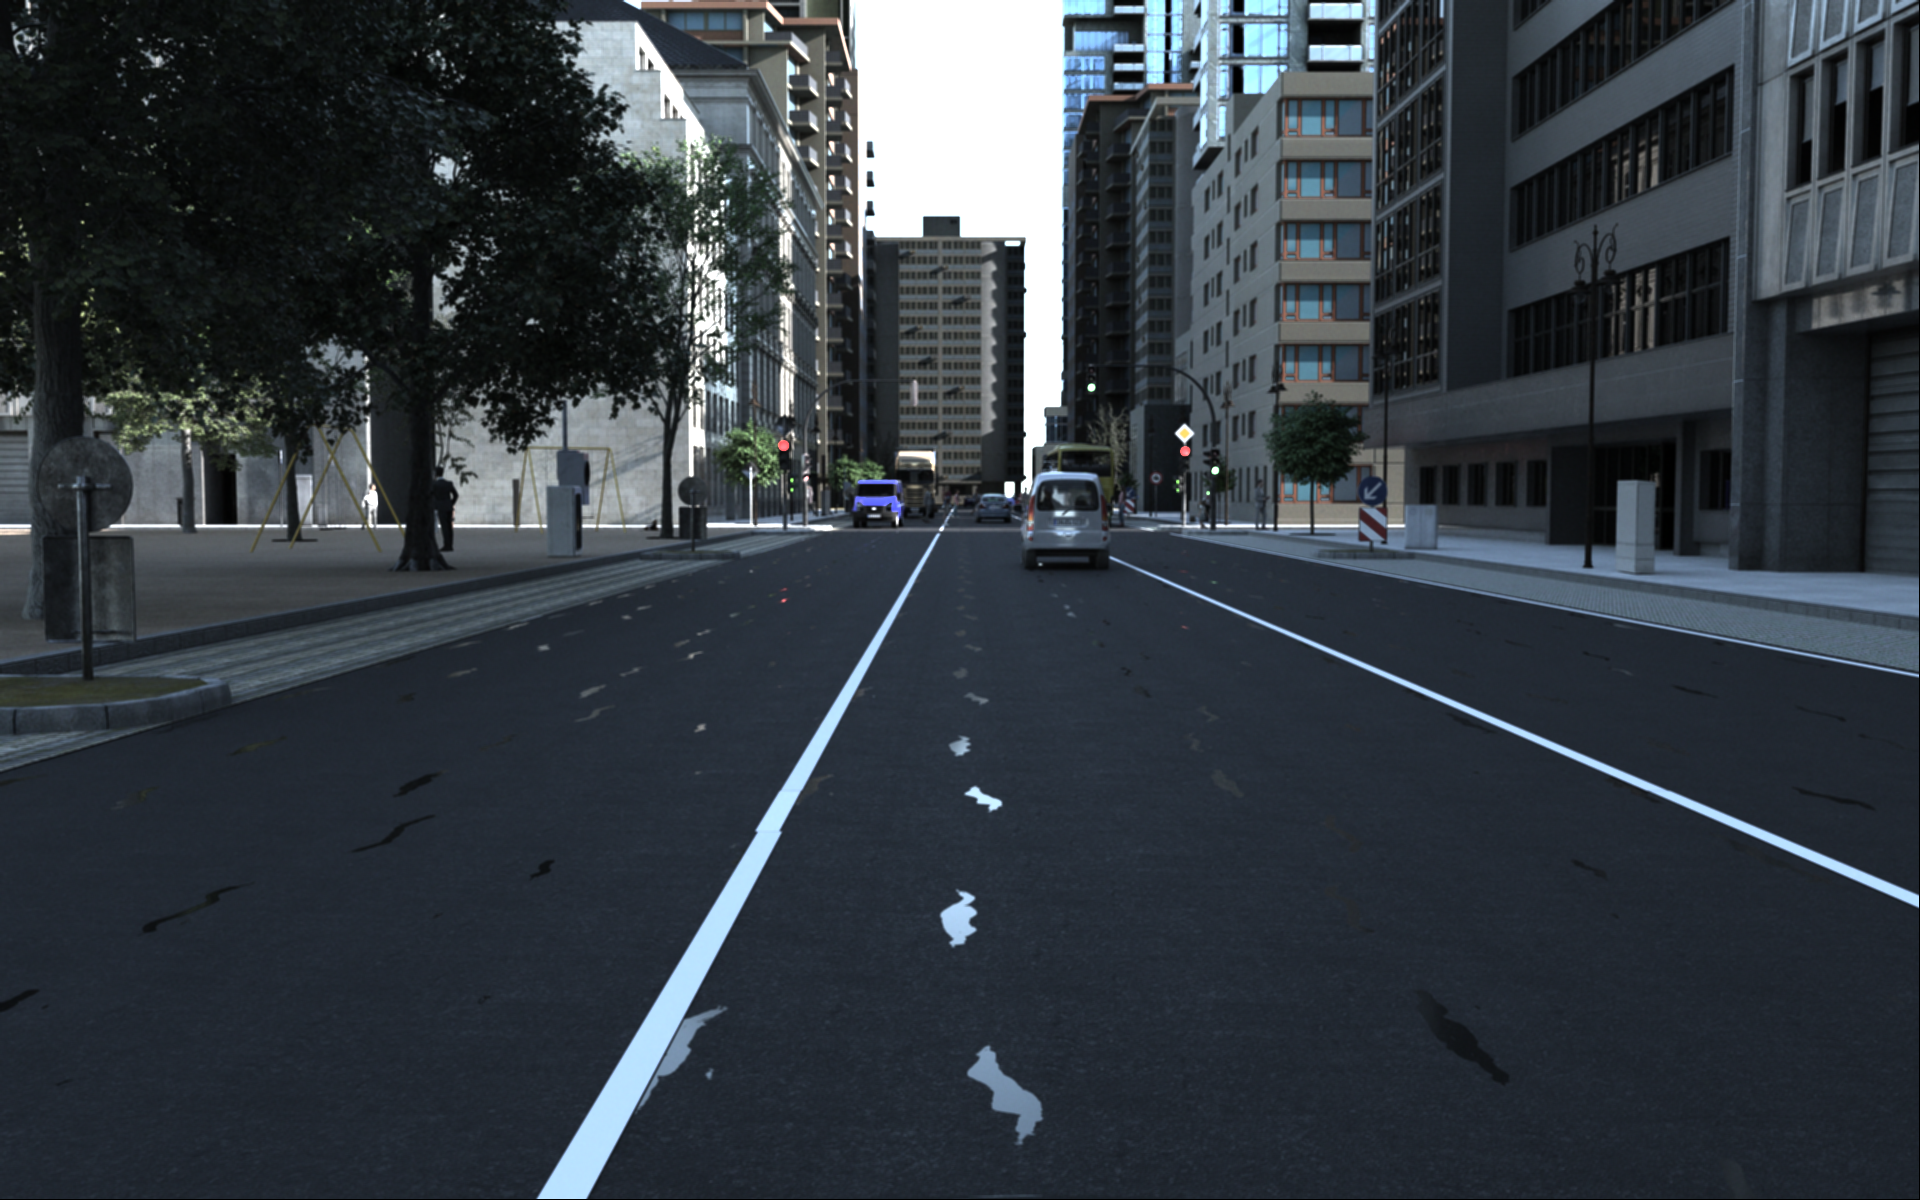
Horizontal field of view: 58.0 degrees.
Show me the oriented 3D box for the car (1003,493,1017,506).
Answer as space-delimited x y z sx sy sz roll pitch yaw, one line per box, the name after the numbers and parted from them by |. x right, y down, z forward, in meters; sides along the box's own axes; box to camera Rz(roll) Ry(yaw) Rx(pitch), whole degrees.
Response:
4.993 -10.192 176.232 1.945 1.707 3.694 0 4 2 | car

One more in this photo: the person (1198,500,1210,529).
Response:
8.929 -3.068 63.684 0.382 1.210 0.505 2 4 32 | person

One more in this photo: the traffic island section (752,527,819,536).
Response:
-6.199 -2.378 61.153 2.009 0.180 2.903 0 3 0 | traffic island section

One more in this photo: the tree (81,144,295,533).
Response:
-25.731 -8.457 56.392 7.486 12.596 7.792 0 3 0 | tree

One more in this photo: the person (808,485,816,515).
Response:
-9.026 -5.968 103.724 0.850 1.850 0.679 1 4 18 | person

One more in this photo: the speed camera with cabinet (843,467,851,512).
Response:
-8.149 -8.045 125.872 0.660 3.252 2.038 0 4 -7 | speed camera with cabinet

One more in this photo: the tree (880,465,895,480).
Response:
-8.036 -10.211 150.656 4.285 4.588 4.351 0 3 0 | tree

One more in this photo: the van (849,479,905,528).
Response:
-3.486 -4.290 74.519 2.240 2.365 5.245 0 4 2 | van

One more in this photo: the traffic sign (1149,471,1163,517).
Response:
10.946 -5.907 96.683 0.768 2.556 0.104 0 4 8 | traffic sign

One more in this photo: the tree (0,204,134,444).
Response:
-20.759 -5.462 39.666 4.737 8.622 4.395 0 3 0 | tree

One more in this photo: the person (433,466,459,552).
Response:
-11.589 -2.039 38.743 0.474 1.900 0.648 2 4 29 | person

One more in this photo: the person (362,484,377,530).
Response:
-22.487 -3.510 65.983 0.850 1.850 0.679 2 4 27 | person

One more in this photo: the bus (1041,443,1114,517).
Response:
5.621 -5.612 83.298 2.896 3.916 12.252 0 3 0 | bus

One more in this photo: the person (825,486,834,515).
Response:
-8.037 -6.050 105.362 0.834 1.777 0.661 -1 4 -9 | person

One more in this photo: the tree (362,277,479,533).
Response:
-17.407 -6.524 57.036 4.360 8.622 3.978 0 3 0 | tree

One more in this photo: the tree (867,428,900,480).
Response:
-8.465 -14.793 192.221 4.360 8.622 3.978 0 3 0 | tree

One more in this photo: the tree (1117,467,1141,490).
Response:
12.043 -7.874 123.334 1.663 3.219 1.824 0 3 0 | tree

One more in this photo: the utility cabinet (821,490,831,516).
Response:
-7.918 -5.716 102.142 0.318 1.500 1.173 1 4 8 | utility cabinet

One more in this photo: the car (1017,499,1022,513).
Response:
5.351 -7.405 130.854 2.009 1.686 4.222 0 4 -1 | car

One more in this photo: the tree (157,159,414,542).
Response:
-18.196 -7.401 46.767 9.928 11.665 9.643 0 3 0 | tree

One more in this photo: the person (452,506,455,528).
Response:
-19.148 -3.171 65.009 0.362 1.253 0.373 2 4 25 | person

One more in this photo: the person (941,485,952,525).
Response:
-0.620 -4.321 79.131 0.573 1.828 0.580 -3 4 -39 | person

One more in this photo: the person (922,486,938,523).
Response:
-1.563 -4.777 86.724 0.853 1.813 0.709 1 4 22 | person

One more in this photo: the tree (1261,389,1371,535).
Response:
11.148 -4.317 54.292 4.285 4.588 4.351 0 3 0 | tree

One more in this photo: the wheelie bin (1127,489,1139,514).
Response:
10.889 -6.249 110.087 0.980 1.594 0.693 0 4 4 | wheelie bin

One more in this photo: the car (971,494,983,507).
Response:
2.187 -11.541 200.695 2.014 1.417 4.499 0 4 -1 | car

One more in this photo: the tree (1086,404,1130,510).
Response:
12.071 -11.504 138.448 4.360 8.622 3.978 0 3 0 | tree

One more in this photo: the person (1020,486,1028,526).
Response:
2.952 -4.259 78.471 0.374 1.781 0.599 3 4 39 | person

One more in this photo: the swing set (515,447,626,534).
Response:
-13.147 -3.681 57.804 3.119 2.851 2.862 -2 4 -31 | swing set

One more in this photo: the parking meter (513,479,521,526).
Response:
-17.610 -3.859 68.810 0.255 1.863 0.399 -1 4 -12 | parking meter

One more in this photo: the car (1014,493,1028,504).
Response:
5.772 -8.707 151.405 2.155 1.783 4.494 0 4 0 | car

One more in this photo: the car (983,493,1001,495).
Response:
2.239 -6.833 120.519 1.959 1.807 4.718 0 4 0 | car

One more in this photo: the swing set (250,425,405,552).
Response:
-14.351 -2.562 39.514 2.862 2.851 3.119 0 4 -4 | swing set

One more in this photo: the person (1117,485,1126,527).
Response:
7.039 -4.083 75.260 0.388 1.821 0.555 1 4 21 | person

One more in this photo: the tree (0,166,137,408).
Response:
-21.009 -6.920 30.145 9.611 12.733 9.660 0 3 0 | tree

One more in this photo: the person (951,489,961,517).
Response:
-0.253 -5.956 106.716 0.643 1.720 0.563 0 4 -1 | person

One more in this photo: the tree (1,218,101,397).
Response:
-26.959 -6.848 46.371 8.767 10.594 7.601 0 4 2 | tree

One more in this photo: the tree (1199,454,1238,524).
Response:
11.220 -4.959 75.673 1.663 3.219 1.824 0 3 0 | tree

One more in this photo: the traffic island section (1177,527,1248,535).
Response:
8.943 -2.376 61.135 2.009 0.180 2.903 0 3 0 | traffic island section

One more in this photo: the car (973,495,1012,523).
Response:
1.664 -4.629 87.681 2.014 1.417 4.499 0 4 -1 | car

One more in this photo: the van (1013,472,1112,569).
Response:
2.074 -1.689 34.623 2.013 2.044 4.112 0 4 1 | van

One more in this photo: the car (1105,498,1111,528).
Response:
5.559 -3.970 74.704 2.009 1.686 4.222 0 4 1 | car

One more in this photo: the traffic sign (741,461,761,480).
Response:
-8.234 -4.180 68.078 0.795 2.593 0.064 1 4 9 | traffic sign

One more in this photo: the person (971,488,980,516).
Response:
1.082 -6.378 112.876 0.778 1.811 0.616 0 4 1 | person

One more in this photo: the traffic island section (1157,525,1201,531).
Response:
8.950 -2.865 69.120 2.009 0.180 2.903 0 3 0 | traffic island section

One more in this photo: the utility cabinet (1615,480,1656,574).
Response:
10.951 -1.185 28.053 0.318 1.500 1.173 0 4 6 | utility cabinet

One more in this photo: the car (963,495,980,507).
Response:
1.302 -11.024 192.830 1.945 1.354 3.894 0 4 1 | car

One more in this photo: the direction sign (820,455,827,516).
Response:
-7.958 -6.659 100.870 0.379 3.537 0.876 -1 4 -16 | direction sign

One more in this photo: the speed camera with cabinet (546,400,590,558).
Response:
-8.100 -2.539 35.853 0.660 3.252 2.038 0 4 -3 | speed camera with cabinet

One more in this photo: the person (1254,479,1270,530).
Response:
10.714 -3.375 61.417 0.583 1.804 0.606 3 4 36 | person

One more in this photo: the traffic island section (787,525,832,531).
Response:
-6.191 -2.866 69.138 2.009 0.180 2.903 0 3 0 | traffic island section
